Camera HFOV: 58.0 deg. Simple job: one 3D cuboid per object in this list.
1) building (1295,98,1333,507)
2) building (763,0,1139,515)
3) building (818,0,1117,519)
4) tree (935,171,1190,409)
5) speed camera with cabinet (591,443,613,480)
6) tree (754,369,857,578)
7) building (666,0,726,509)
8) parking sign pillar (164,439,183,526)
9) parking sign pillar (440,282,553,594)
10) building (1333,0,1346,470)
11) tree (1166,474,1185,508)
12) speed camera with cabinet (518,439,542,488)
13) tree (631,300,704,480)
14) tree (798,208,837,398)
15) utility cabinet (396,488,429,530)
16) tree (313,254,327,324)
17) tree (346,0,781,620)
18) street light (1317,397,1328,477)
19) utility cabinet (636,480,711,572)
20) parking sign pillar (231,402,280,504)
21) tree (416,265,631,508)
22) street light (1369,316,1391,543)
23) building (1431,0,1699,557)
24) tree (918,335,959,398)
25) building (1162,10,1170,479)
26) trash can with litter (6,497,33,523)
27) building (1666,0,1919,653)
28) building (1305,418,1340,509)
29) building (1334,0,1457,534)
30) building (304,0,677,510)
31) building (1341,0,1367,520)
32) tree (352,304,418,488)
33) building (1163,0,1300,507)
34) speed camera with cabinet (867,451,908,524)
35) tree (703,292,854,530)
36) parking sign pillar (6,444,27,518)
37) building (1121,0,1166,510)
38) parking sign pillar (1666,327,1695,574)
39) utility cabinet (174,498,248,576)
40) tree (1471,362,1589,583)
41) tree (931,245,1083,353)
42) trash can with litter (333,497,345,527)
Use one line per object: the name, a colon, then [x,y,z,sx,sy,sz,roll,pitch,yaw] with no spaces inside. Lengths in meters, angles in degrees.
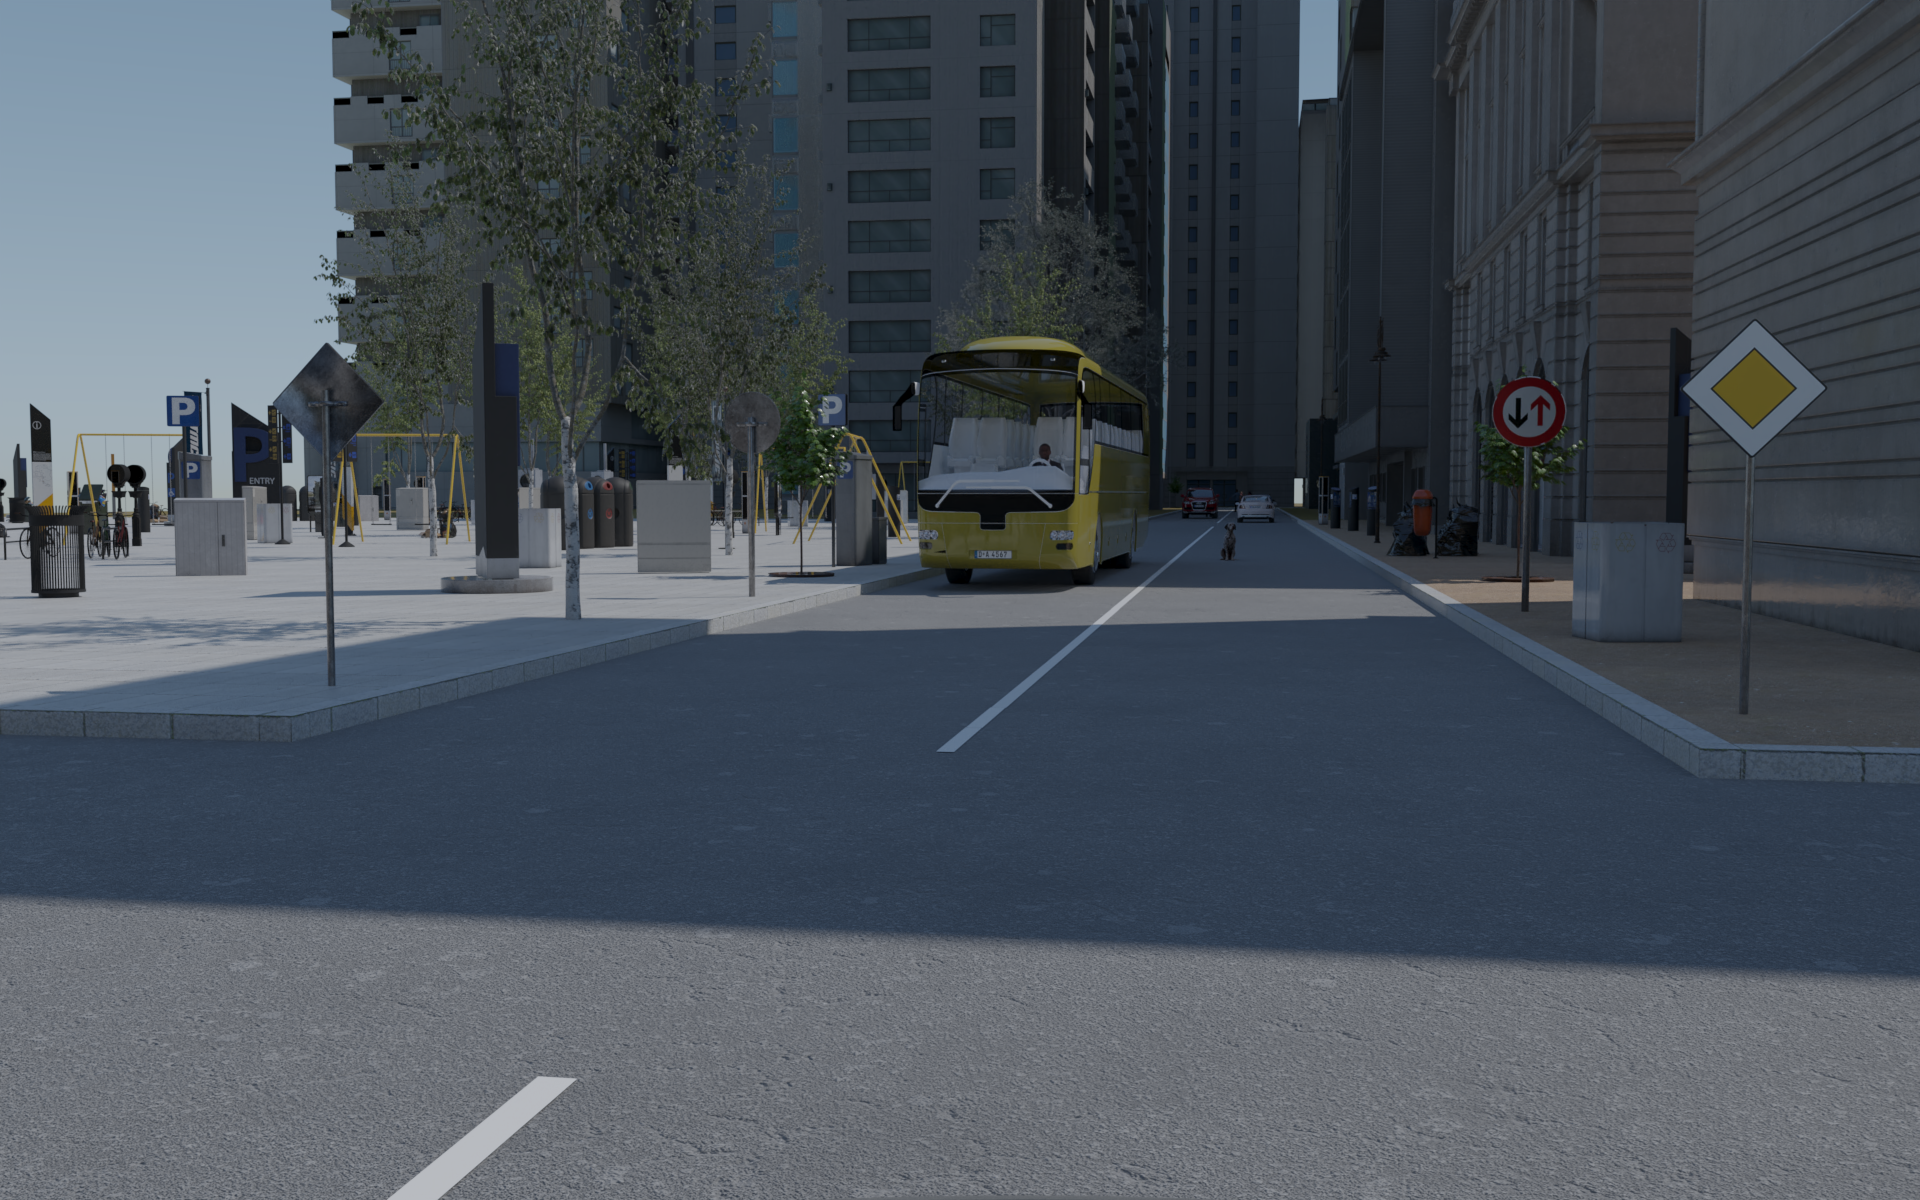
building: [40.669,-29.914,172.688,14.086,41.232,14.154,1,4,10]
building: [0.367,-30.411,116.821,23.786,49.044,30.456,1,4,10]
building: [0.863,-19.704,93.867,14.160,30.474,14.107,1,4,10]
tree: [3.576,-9.577,66.952,12.009,13.543,11.850,0,3,0]
speed camera with cabinet: [-14.563,-4.503,67.952,2.038,3.252,0.660,2,4,30]
tree: [-2.424,-1.971,26.832,1.663,3.219,1.824,0,3,0]
building: [-10.600,-37.391,153.337,28.212,58.520,21.231,1,4,10]
parking sign pillar: [-31.096,-4.940,69.243,1.447,3.967,1.447,1,4,15]
parking sign pillar: [-6.125,-2.100,22.814,1.447,3.967,1.447,-1,4,-22]
building: [38.157,-31.837,109.780,28.713,52.752,27.495,1,4,10]
tree: [20.180,-10.270,162.517,1.663,3.219,1.824,0,3,0]
speed camera with cabinet: [-16.000,-4.137,61.977,2.038,3.252,0.660,1,4,14]
tree: [-10.666,-7.034,65.374,4.737,8.622,4.395,0,3,0]
tree: [-4.769,-5.257,36.315,4.360,8.622,3.978,0,3,0]
utility cabinet: [-19.249,-3.190,60.842,1.173,1.500,0.318,1,4,22]
tree: [-10.834,-5.187,35.175,4.360,8.622,3.978,0,3,0]
tree: [-3.897,-4.091,17.256,4.360,8.622,3.978,0,3,0]
street light: [17.293,-6.731,82.840,0.468,5.910,1.993,1,4,10]
utility cabinet: [-4.649,-1.190,28.138,1.173,1.500,0.318,-1,4,-12]
parking sign pillar: [-20.701,-3.821,50.947,1.447,3.967,1.447,-1,4,-18]
tree: [-13.630,-6.347,54.133,4.737,8.622,4.395,0,3,0]
street light: [10.933,-4.429,45.205,0.468,5.910,1.993,1,4,10]
building: [19.124,-12.187,41.060,13.314,21.916,24.055,1,4,10]
tree: [0.029,-7.802,77.929,4.360,8.622,3.978,0,3,0]
building: [11.065,-30.801,153.714,14.200,45.320,14.600,1,4,10]
trash can with litter: [-42.218,-4.058,77.737,1.055,1.170,0.624,-3,5,-42]
building: [17.759,-10.880,14.043,21.152,22.565,11.583,1,4,10]
building: [39.947,-50.505,138.421,22.319,86.520,31.000,1,4,10]
building: [22.765,-15.226,68.014,14.314,24.678,30.058,1,4,10]
building: [-38.731,-34.553,154.188,27.495,52.752,28.713,1,4,10]
building: [27.261,-24.913,90.918,14.154,41.232,14.086,1,4,10]
tree: [-21.031,-7.019,65.116,4.737,8.622,4.395,0,3,0]
building: [20.276,-38.924,178.403,28.212,58.520,21.231,1,4,10]
speed camera with cabinet: [-3.299,-4.938,75.066,2.038,3.252,0.660,0,4,-4]
tree: [-5.961,-6.819,61.858,4.737,8.622,4.395,0,3,0]
parking sign pillar: [-50.474,-6.393,92.996,1.447,3.967,1.447,-3,4,-38]
building: [8.926,-27.802,138.163,14.154,41.232,14.086,1,4,10]
parking sign pillar: [12.204,-2.429,28.194,1.447,3.967,1.447,-1,4,-15]
utility cabinet: [-11.779,-0.983,27.239,1.020,1.237,0.306,-1,4,-17]
tree: [8.376,-1.889,25.481,1.663,3.219,1.824,0,3,0]
tree: [1.596,-6.157,51.034,4.737,8.622,4.395,0,3,0]
trash can with litter: [-24.147,-3.441,67.651,0.624,1.170,1.055,-1,4,-11]
